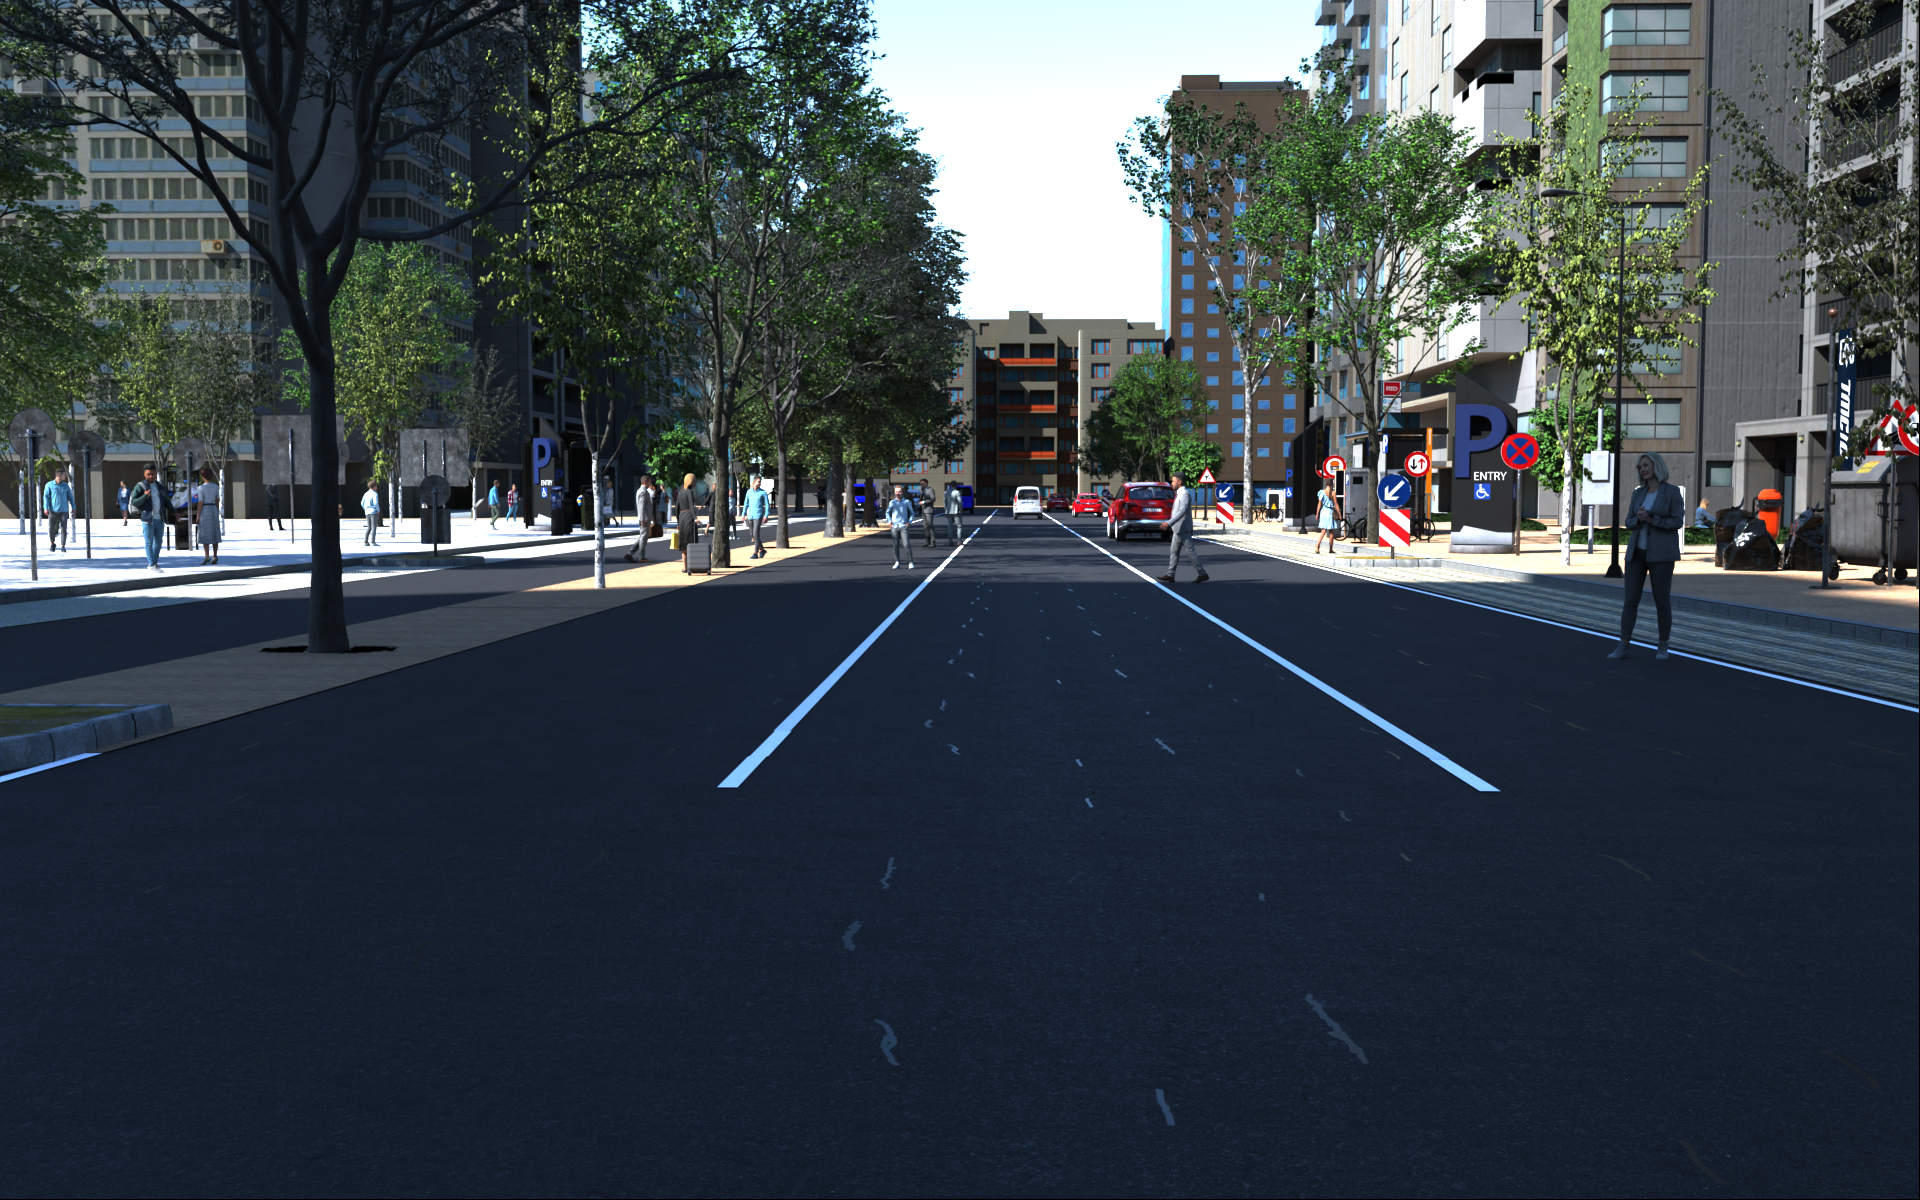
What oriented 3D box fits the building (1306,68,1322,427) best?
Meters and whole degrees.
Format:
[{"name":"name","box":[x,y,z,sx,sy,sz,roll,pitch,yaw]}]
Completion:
[{"name":"building","box":[48.112,-34.675,190.635,21.600,48.544,21.300,0,4,2]}]

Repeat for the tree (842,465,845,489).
[{"name":"tree","box":[-10.460,-12.055,147.455,4.737,8.622,4.395,0,3,0]}]

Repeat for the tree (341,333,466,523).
[{"name":"tree","box":[-24.954,-7.721,76.602,4.360,8.622,3.978,0,3,0]}]

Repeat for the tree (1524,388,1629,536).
[{"name":"tree","box":[18.941,-4.272,53.562,4.285,4.588,4.351,0,3,0]}]

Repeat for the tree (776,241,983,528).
[{"name":"tree","box":[-3.883,-9.437,73.767,9.611,12.733,9.660,0,3,0]}]

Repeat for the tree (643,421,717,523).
[{"name":"tree","box":[-12.531,-5.707,77.018,4.285,4.588,4.351,0,3,0]}]

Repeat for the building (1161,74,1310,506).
[{"name":"building","box":[29.455,-32.924,188.412,14.200,45.320,14.600,0,4,2]}]

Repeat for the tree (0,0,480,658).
[{"name":"tree","box":[-5.686,-6.256,15.113,12.009,13.543,11.850,0,3,0]}]

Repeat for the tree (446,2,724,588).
[{"name":"tree","box":[-5.415,-4.459,25.722,4.737,8.622,4.395,0,3,0]}]

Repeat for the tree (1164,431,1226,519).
[{"name":"tree","box":[12.255,-6.527,90.428,4.285,4.588,4.351,0,3,0]}]

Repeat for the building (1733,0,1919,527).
[{"name":"building","box":[36.514,-37.228,46.925,20.563,71.187,20.611,0,4,2]}]

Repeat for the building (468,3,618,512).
[{"name":"building","box":[-35.030,-41.619,118.727,20.563,71.187,20.611,0,4,2]}]

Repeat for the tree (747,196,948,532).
[{"name":"tree","box":[-4.215,-8.842,65.145,7.486,12.596,7.792,0,3,0]}]

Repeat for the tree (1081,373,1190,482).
[{"name":"tree","box":[13.247,-11.993,130.502,8.767,10.594,7.601,0,4,6]}]

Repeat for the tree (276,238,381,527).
[{"name":"tree","box":[-22.662,-8.665,67.434,9.928,11.665,9.643,0,3,0]}]

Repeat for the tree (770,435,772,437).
[{"name":"tree","box":[-12.061,-8.909,96.028,4.737,8.622,4.395,0,3,0]}]

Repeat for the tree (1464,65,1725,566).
[{"name":"tree","box":[11.075,-4.915,30.718,4.737,8.622,4.395,0,3,0]}]

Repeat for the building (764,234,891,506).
[{"name":"building","box":[-14.185,-25.596,190.188,14.107,30.474,14.160,0,4,2]}]

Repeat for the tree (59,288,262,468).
[{"name":"tree","box":[-36.041,-8.811,78.471,7.601,10.594,8.767,3,5,44]}]

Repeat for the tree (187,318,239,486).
[{"name":"tree","box":[-27.432,-6.686,59.686,4.737,8.622,4.395,0,3,0]}]

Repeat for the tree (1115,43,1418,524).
[{"name":"tree","box":[13.534,-13.242,72.400,12.611,20.169,13.585,0,3,0]}]

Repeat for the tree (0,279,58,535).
[{"name":"tree","box":[-29.892,-6.374,54.576,4.360,8.622,3.978,0,3,0]}]

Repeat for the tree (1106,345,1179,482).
[{"name":"tree","box":[14.043,-11.981,121.638,9.928,11.665,9.643,0,3,0]}]

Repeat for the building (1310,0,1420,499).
[{"name":"building","box":[38.954,-31.211,129.911,23.786,49.044,30.456,0,4,2]}]

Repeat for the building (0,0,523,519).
[{"name":"building","box":[-41.513,-24.814,97.597,32.217,40.220,23.993,0,4,2]}]

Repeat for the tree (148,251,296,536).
[{"name":"tree","box":[-22.694,-6.292,53.244,4.360,8.622,3.978,0,3,0]}]

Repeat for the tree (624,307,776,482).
[{"name":"tree","box":[-11.926,-9.220,85.162,8.767,10.594,7.601,-2,4,-34]}]

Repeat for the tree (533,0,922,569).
[{"name":"tree","box":[-4.517,-6.411,33.025,9.928,11.665,9.643,0,3,0]}]

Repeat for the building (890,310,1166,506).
[{"name":"building","box":[7.496,-21.467,196.029,28.899,21.520,27.650,0,4,2]}]

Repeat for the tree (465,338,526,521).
[{"name":"tree","box":[-23.139,-8.104,82.865,4.360,8.622,3.978,0,3,0]}]

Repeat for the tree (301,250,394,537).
[{"name":"tree","box":[-16.996,-6.146,50.849,4.737,8.622,4.395,0,3,0]}]

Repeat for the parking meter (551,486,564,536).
[{"name":"parking meter","box":[-12.407,-2.748,53.337,0.372,1.533,0.369,0,3,0]}]

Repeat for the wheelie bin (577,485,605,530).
[{"name":"wheelie bin","box":[-13.105,-3.287,61.644,0.980,1.594,0.693,-2,4,-26]}]

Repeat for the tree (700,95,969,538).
[{"name":"tree","box":[-4.136,-9.005,56.341,9.857,13.997,8.962,0,3,0]}]

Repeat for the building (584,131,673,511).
[{"name":"building","box":[-31.075,-22.575,140.795,14.107,30.474,14.160,0,4,2]}]

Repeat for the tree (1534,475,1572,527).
[{"name":"tree","box":[23.610,-4.530,68.671,1.663,3.219,1.824,0,3,0]}]

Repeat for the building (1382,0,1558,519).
[{"name":"building","box":[40.721,-31.195,99.273,28.713,52.752,27.495,0,4,2]}]

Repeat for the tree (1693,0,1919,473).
[{"name":"tree","box":[10.931,-4.236,19.627,4.360,8.622,3.978,0,3,0]}]

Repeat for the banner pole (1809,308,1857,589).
[{"name":"banner pole","box":[11.753,-2.029,23.186,0.401,3.779,0.863,0,4,0]}]

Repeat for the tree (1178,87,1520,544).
[{"name":"tree","box":[10.608,-7.266,44.547,9.928,11.665,9.643,0,3,0]}]

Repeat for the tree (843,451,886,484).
[{"name":"tree","box":[-9.592,-13.809,160.191,8.767,10.594,7.601,-1,4,-21]}]

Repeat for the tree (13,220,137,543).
[{"name":"tree","box":[-23.606,-5.808,45.319,4.737,8.622,4.395,0,3,0]}]

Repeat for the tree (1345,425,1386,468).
[{"name":"tree","box":[20.012,-6.022,82.168,4.285,4.588,4.351,0,3,0]}]

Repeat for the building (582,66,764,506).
[{"name":"building","box":[-37.170,-35.200,195.125,30.456,49.044,23.786,0,4,2]}]

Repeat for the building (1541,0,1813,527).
[{"name":"building","box":[32.266,-23.834,73.280,14.154,41.232,14.086,0,4,2]}]

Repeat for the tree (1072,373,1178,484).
[{"name":"tree","box":[15.297,-14.617,155.989,9.611,12.733,9.660,0,3,0]}]

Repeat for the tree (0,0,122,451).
[{"name":"tree","box":[-19.044,-6.841,29.974,7.486,12.596,7.792,0,3,0]}]
